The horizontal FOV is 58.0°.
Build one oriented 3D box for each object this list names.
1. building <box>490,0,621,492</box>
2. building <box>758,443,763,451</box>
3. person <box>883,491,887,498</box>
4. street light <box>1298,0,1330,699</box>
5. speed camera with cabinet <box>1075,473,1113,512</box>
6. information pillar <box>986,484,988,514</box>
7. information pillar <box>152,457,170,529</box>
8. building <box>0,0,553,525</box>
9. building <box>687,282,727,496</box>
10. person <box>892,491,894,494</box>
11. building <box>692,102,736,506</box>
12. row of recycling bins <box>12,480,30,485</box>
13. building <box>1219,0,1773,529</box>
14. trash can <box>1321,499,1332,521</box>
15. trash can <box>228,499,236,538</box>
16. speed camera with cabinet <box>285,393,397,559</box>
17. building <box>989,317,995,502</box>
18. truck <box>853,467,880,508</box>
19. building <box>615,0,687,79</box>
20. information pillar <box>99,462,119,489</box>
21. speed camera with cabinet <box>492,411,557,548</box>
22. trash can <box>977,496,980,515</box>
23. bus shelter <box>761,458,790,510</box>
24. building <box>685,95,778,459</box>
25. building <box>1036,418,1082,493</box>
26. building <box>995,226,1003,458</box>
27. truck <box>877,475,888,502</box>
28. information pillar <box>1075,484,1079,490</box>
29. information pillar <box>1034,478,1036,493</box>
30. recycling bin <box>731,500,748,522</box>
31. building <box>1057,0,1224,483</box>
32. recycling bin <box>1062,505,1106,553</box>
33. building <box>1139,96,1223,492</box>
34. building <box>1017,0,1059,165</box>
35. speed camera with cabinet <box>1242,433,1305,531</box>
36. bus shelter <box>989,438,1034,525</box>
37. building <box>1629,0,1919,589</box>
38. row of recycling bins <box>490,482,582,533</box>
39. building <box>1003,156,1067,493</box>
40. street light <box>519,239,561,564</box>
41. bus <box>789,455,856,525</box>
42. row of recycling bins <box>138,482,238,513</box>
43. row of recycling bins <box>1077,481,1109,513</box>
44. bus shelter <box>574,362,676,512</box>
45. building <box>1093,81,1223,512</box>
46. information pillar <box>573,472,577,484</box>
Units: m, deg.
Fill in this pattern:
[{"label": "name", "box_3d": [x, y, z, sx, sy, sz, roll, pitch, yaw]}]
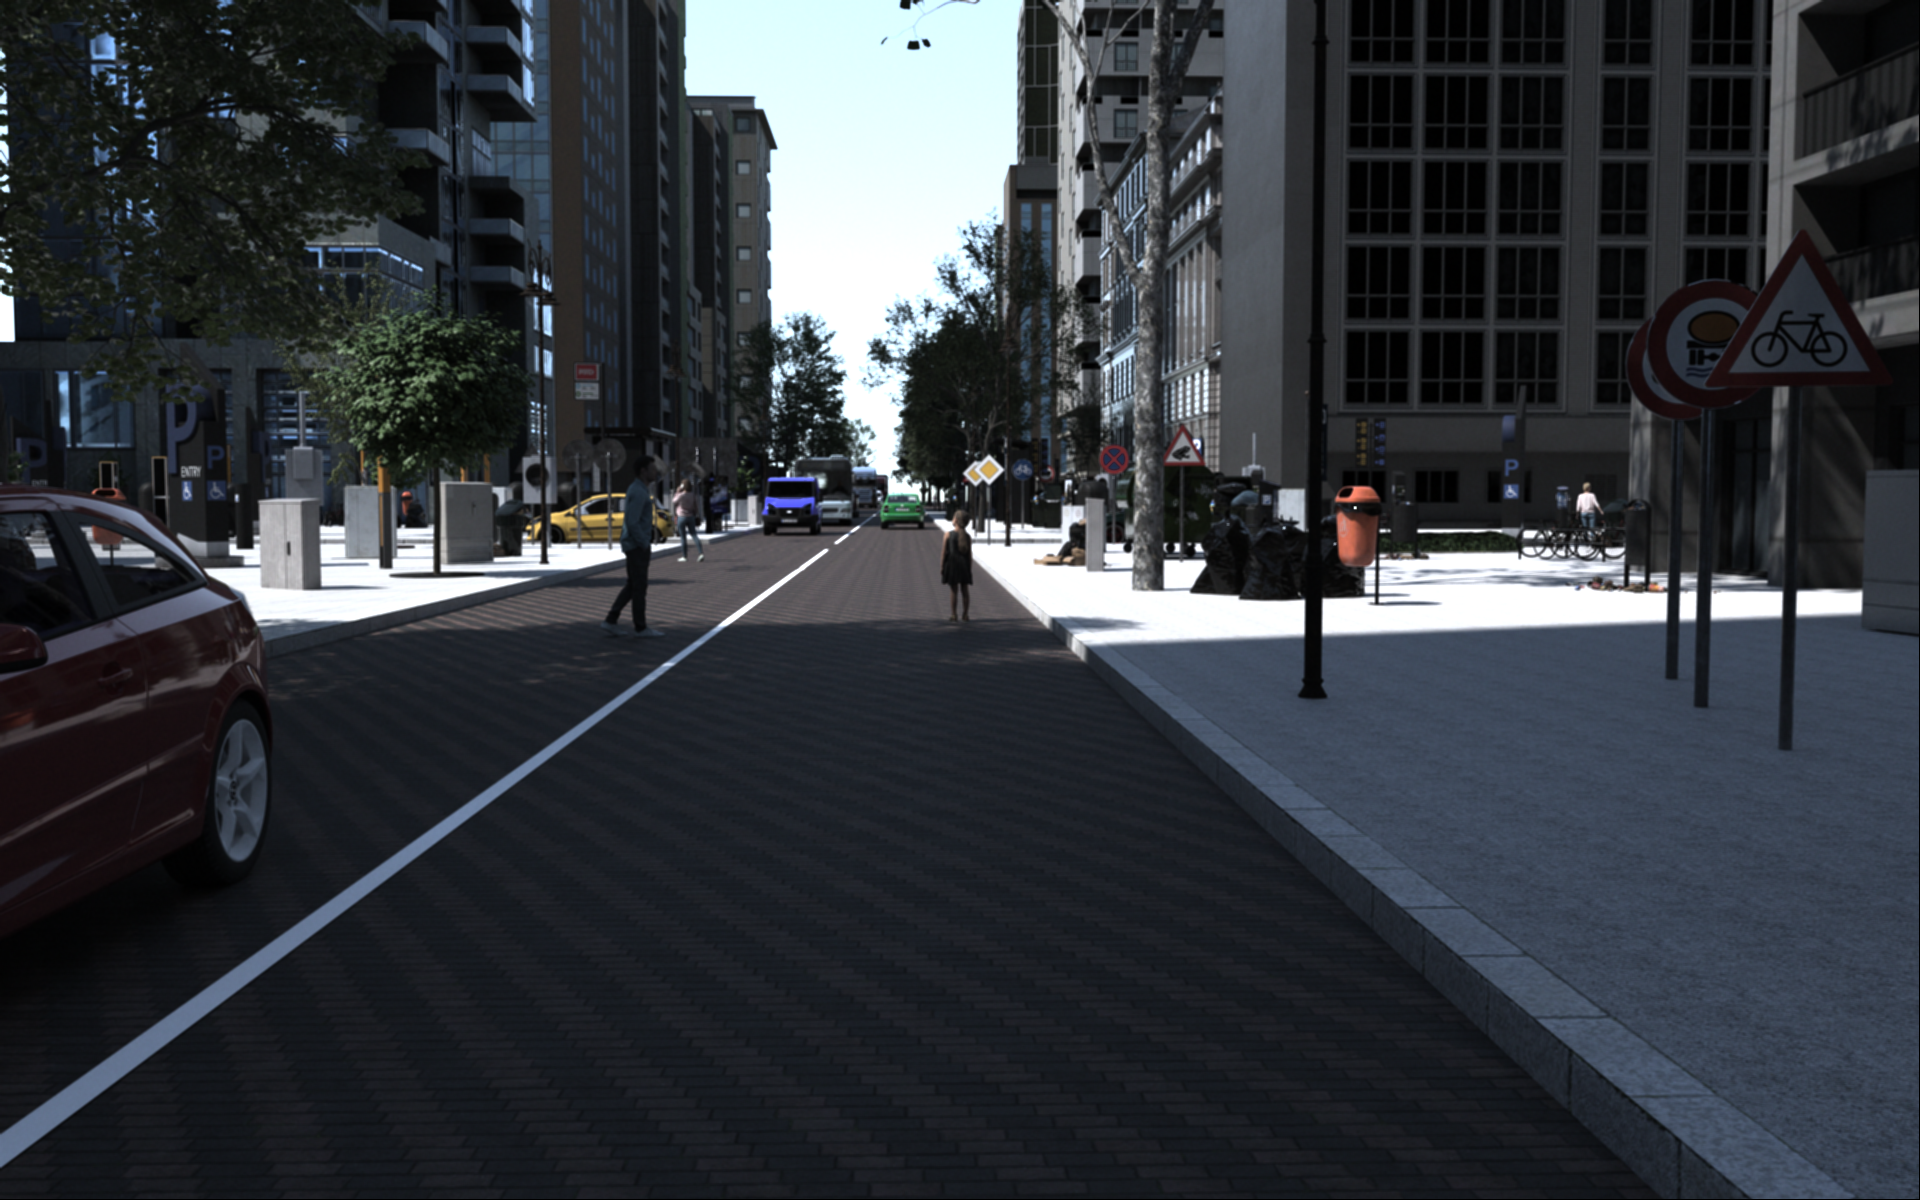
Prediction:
[{"label": "building", "box_3d": [-31.202, -28.548, 116.874, 14.600, 45.320, 14.200, 0, 4, -2]}, {"label": "building", "box_3d": [-42.337, -34.713, 259.431, 32.217, 40.220, 23.993, 0, 4, -2]}, {"label": "person", "box_3d": [-10.112, -13.925, 236.132, 0.705, 1.831, 1.348, -3, 4, -39]}, {"label": "street light", "box_3d": [2.227, -2.323, 10.762, 0.468, 5.910, 1.993, 0, 4, -2]}, {"label": "speed camera with cabinet", "box_3d": [6.025, -5.123, 78.102, 2.038, 3.252, 0.660, 3, 5, 41]}, {"label": "information pillar", "box_3d": [1.605, -7.043, 106.504, 0.183, 3.616, 0.504, 1, 4, 15]}, {"label": "information pillar", "box_3d": [-15.730, -1.820, 34.244, 0.304, 2.012, 0.304, 0, 4, 5]}, {"label": "building", "box_3d": [-32.887, -47.237, 85.003, 22.319, 86.520, 31.000, 0, 4, -2]}, {"label": "building", "box_3d": [-36.244, -18.952, 154.902, 27.650, 21.520, 28.899, 0, 4, -2]}, {"label": "person", "box_3d": [-8.576, -13.159, 223.628, 0.705, 1.826, 1.348, -1, 4, -21]}, {"label": "building", "box_3d": [-30.645, -30.123, 176.112, 14.154, 41.232, 14.086, 0, 4, -2]}, {"label": "row of recycling bins", "box_3d": [-29.289, -2.710, 51.414, 1.069, 1.692, 3.534, 2, 4, 34]}, {"label": "building", "box_3d": [23.491, -16.832, 68.718, 24.014, 27.812, 14.314, 0, 4, -2]}, {"label": "trash can", "box_3d": [11.480, -2.656, 55.081, 0.748, 1.137, 0.748, 0, 3, 0]}, {"label": "trash can", "box_3d": [-21.532, -2.395, 50.819, 0.748, 1.137, 0.748, 0, 3, 0]}, {"label": "speed camera with cabinet", "box_3d": [-12.242, -2.444, 34.290, 2.038, 3.252, 0.660, -1, 4, -18]}, {"label": "building", "box_3d": [11.578, -31.035, 279.124, 14.160, 30.474, 14.107, 0, 4, -2]}, {"label": "truck", "box_3d": [-9.753, -11.538, 178.401, 2.967, 4.110, 18.799, 0, 4, -3]}, {"label": "building", "box_3d": [-28.706, -27.463, 132.617, 14.154, 41.232, 14.086, 0, 4, -2]}, {"label": "information pillar", "box_3d": [-19.355, -2.137, 39.435, 0.304, 2.012, 0.304, 0, 4, -7]}, {"label": "speed camera with cabinet", "box_3d": [-10.648, -2.860, 41.089, 2.038, 3.252, 0.660, 0, 4, 1]}, {"label": "trash can", "box_3d": [0.915, -5.563, 102.605, 0.748, 1.137, 0.748, 0, 3, 0]}, {"label": "bus shelter", "box_3d": [-12.439, -7.631, 116.055, 1.731, 3.624, 6.357, 0, 4, -2]}, {"label": "building", "box_3d": [-39.584, -39.390, 233.263, 28.713, 52.752, 27.495, 0, 4, -2]}, {"label": "building", "box_3d": [23.952, -29.841, 179.789, 32.217, 40.220, 23.993, 0, 4, -2]}, {"label": "building", "box_3d": [12.222, -35.538, 264.639, 14.154, 41.232, 14.086, 0, 4, -2]}, {"label": "truck", "box_3d": [-11.808, -16.053, 251.387, 2.839, 4.237, 11.283, 0, 4, 0]}, {"label": "information pillar", "box_3d": [8.180, -7.099, 120.567, 0.304, 2.012, 0.304, 2, 4, 26]}, {"label": "information pillar", "box_3d": [3.238, -4.455, 77.332, 0.304, 2.012, 0.304, 0, 4, 5]}, {"label": "recycling bin", "box_3d": [-10.114, -4.105, 79.676, 0.722, 1.027, 0.722, -1, 4, -20]}, {"label": "building", "box_3d": [23.164, -34.498, 153.273, 28.713, 52.752, 27.495, 0, 4, -2]}, {"label": "recycling bin", "box_3d": [2.722, -1.555, 37.975, 0.722, 1.027, 0.722, -3, 5, -40]}, {"label": "building", "box_3d": [17.538, -15.184, 90.054, 13.314, 21.916, 24.055, 0, 4, -2]}, {"label": "building", "box_3d": [16.703, -49.430, 246.427, 20.563, 71.187, 20.611, 0, 4, -2]}, {"label": "speed camera with cabinet", "box_3d": [10.233, -3.790, 56.298, 2.038, 3.252, 0.660, 0, 4, 2]}, {"label": "bus shelter", "box_3d": [2.227, -5.148, 75.460, 1.731, 3.624, 6.357, 0, 4, -2]}, {"label": "building", "box_3d": [21.683, -35.387, 16.836, 20.563, 71.187, 20.611, 0, 4, -2]}, {"label": "row of recycling bins", "box_3d": [-14.403, -3.124, 58.196, 3.534, 1.692, 1.069, -2, 4, -34]}, {"label": "building", "box_3d": [12.979, -35.450, 229.713, 14.600, 45.320, 14.200, 0, 4, -2]}, {"label": "street light", "box_3d": [-7.635, -3.599, 31.631, 0.468, 5.910, 1.993, 0, 4, -2]}, {"label": "bus", "box_3d": [-6.344, -5.318, 81.809, 2.948, 3.499, 13.247, 0, 4, -3]}, {"label": "row of recycling bins", "box_3d": [-26.965, -3.283, 60.783, 3.534, 1.692, 1.069, 0, 4, -7]}, {"label": "row of recycling bins", "box_3d": [4.182, -2.906, 54.620, 1.069, 1.692, 3.534, 0, 4, 4]}, {"label": "bus shelter", "box_3d": [-10.757, -4.769, 55.598, 2.179, 5.291, 8.768, 0, 4, -2]}, {"label": "building", "box_3d": [16.310, -19.396, 114.395, 12.463, 27.353, 25.104, 0, 4, -2]}, {"label": "information pillar", "box_3d": [-19.836, -5.998, 89.421, 0.183, 3.616, 0.504, 1, 4, 14]}]
